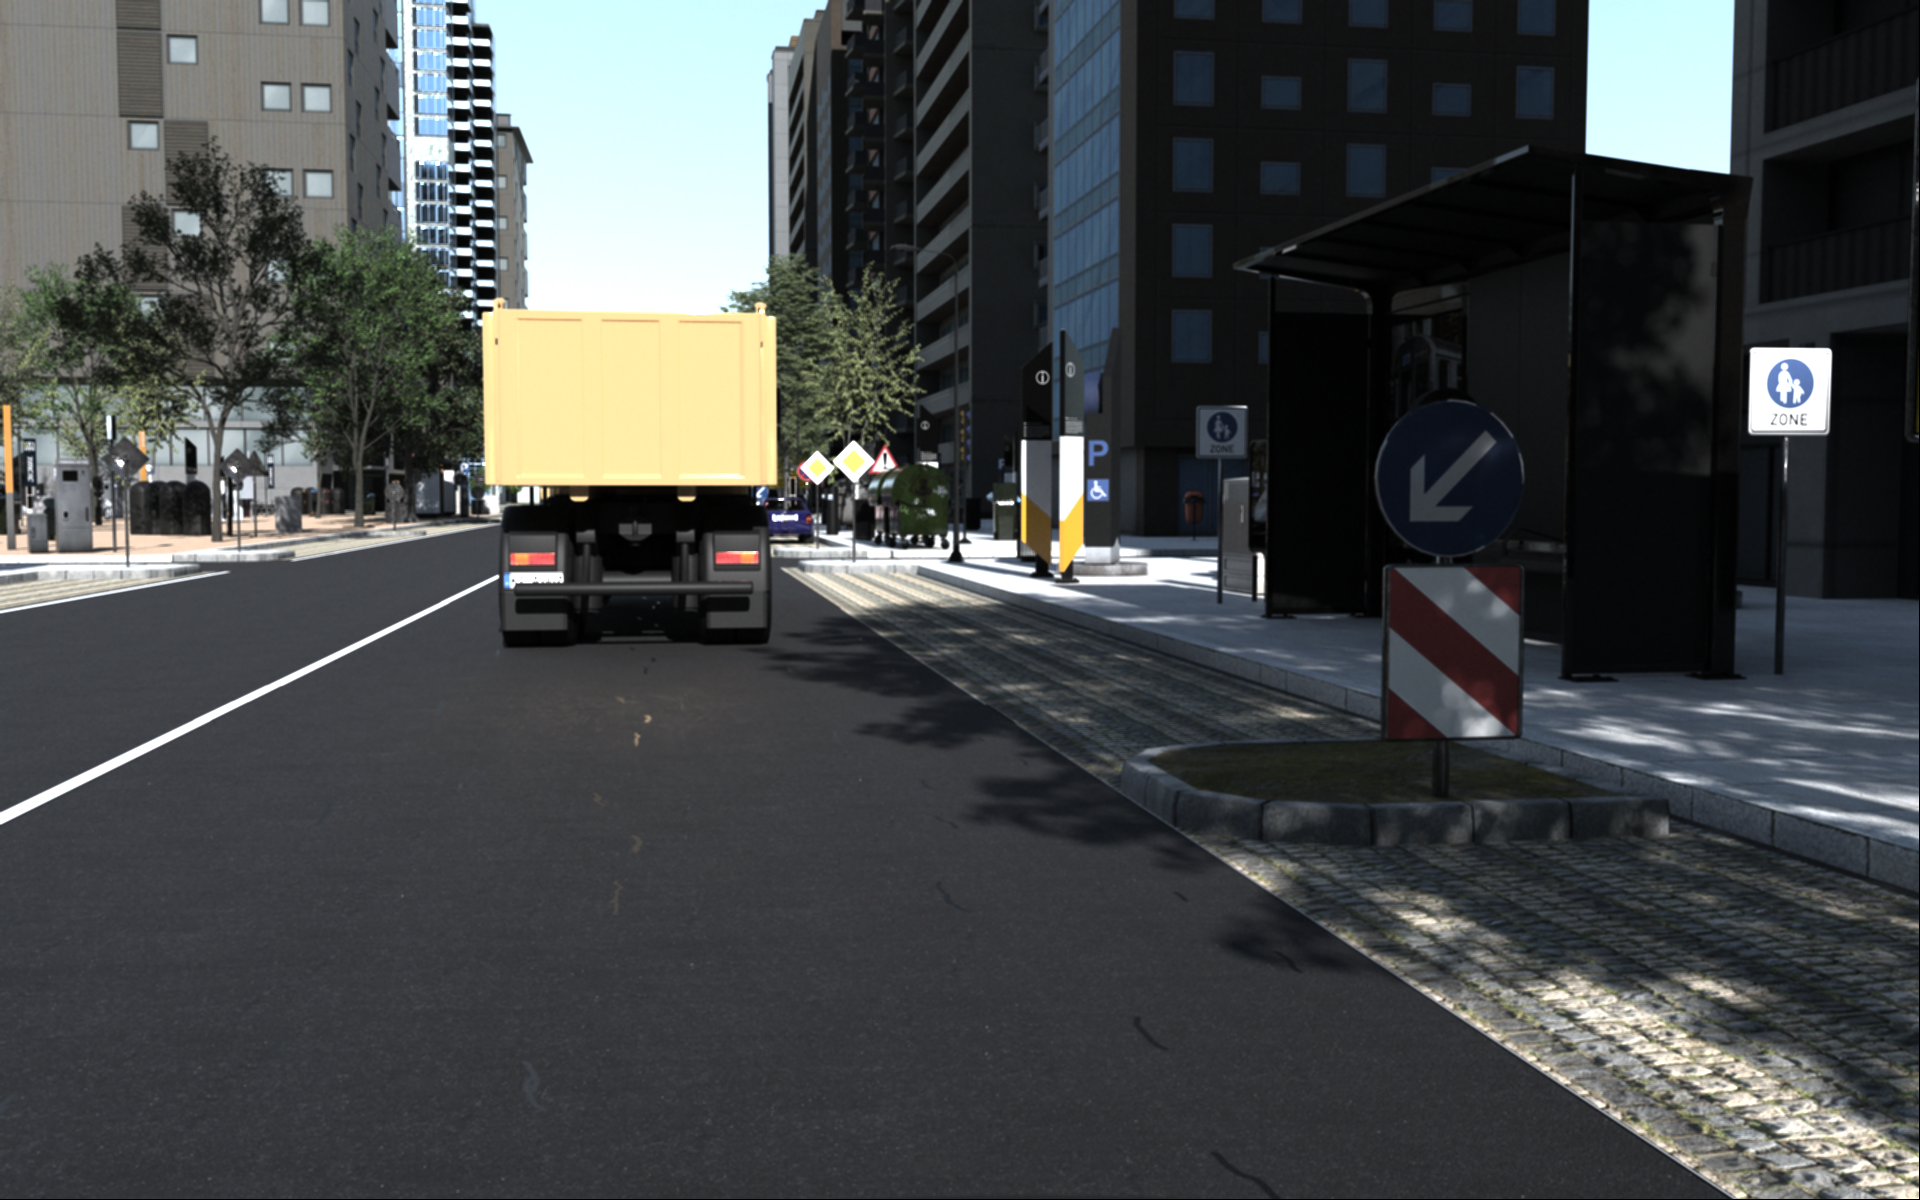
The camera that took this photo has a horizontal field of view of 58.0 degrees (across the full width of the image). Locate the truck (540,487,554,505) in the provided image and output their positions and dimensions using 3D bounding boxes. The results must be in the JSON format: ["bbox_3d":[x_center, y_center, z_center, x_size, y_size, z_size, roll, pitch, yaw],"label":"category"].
[{"bbox_3d":[-21.214,-5.992,93.894,3.469,3.379,9.791,-1,4,-10],"label":"truck"}]

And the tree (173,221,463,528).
[{"bbox_3d":[-22.939,-8.575,65.962,9.928,11.665,9.643,0,3,0],"label":"tree"}]

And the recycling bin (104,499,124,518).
[{"bbox_3d":[-45.159,-4.885,92.418,0.722,1.027,0.722,0,4,3],"label":"recycling bin"}]

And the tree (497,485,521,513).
[{"bbox_3d":[-31.273,-10.236,117.728,4.737,8.622,4.395,0,3,0],"label":"tree"}]

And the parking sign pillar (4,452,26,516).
[{"bbox_3d":[-56.350,-7.040,103.574,1.447,3.967,1.447,-1,4,-21],"label":"parking sign pillar"}]

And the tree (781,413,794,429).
[{"bbox_3d":[-16.671,-13.563,132.122,12.009,13.543,11.850,0,3,0],"label":"tree"}]

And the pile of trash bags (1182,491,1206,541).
[{"bbox_3d":[7.864,-2.323,47.726,3.447,1.369,1.912,0,4,5],"label":"pile of trash bags"}]

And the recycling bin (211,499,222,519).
[{"bbox_3d":[-39.252,-4.806,91.127,0.722,1.027,0.722,0,4,6],"label":"recycling bin"}]

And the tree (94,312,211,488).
[{"bbox_3d":[-30.972,-7.087,66.240,4.737,8.622,4.395,0,3,0],"label":"tree"}]

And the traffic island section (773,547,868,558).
[{"bbox_3d":[-3.287,-1.101,40.282,2.009,0.180,2.903,-1,4,-10],"label":"traffic island section"}]

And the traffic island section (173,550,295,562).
[{"bbox_3d":[-15.902,-0.972,38.169,2.009,0.180,2.903,-1,4,-10],"label":"traffic island section"}]

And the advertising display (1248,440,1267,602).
[{"bbox_3d":[3.734,-0.924,20.319,0.123,1.923,0.974,-2,4,-28],"label":"advertising display"}]

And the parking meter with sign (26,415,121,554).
[{"bbox_3d":[-19.386,-2.540,37.791,1.738,3.016,0.543,-3,4,-37],"label":"parking meter with sign"}]

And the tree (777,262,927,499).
[{"bbox_3d":[-3.251,-6.444,55.714,4.737,8.622,4.395,0,3,0],"label":"tree"}]

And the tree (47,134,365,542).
[{"bbox_3d":[-19.923,-6.816,45.856,8.767,10.594,7.601,-1,4,-10],"label":"tree"}]

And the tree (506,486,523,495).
[{"bbox_3d":[-34.364,-8.524,133.974,1.663,3.219,1.824,0,3,0],"label":"tree"}]

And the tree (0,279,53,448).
[{"bbox_3d":[-32.415,-6.562,57.644,4.737,8.622,4.395,0,3,0],"label":"tree"}]

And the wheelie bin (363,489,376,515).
[{"bbox_3d":[-35.736,-5.916,104.634,0.980,1.594,0.693,1,4,9],"label":"wheelie bin"}]

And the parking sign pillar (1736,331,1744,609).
[{"bbox_3d":[8.196,-1.914,19.772,1.447,3.967,1.447,-2,4,-35],"label":"parking sign pillar"}]

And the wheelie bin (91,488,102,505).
[{"bbox_3d":[-47.634,-5.331,95.072,0.693,1.594,0.980,2,4,26],"label":"wheelie bin"}]

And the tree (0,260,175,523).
[{"bbox_3d":[-39.260,-9.321,78.153,9.928,11.665,9.643,0,3,0],"label":"tree"}]

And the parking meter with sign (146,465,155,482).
[{"bbox_3d":[-47.889,-6.496,102.467,0.543,3.016,1.738,-2,4,-26],"label":"parking meter with sign"}]

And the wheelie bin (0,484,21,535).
[{"bbox_3d":[-30.059,-2.852,54.546,0.693,1.594,0.980,0,4,-5],"label":"wheelie bin"}]

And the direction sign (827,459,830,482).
[{"bbox_3d":[-8.171,-7.357,112.287,0.876,3.537,0.379,0,4,-1],"label":"direction sign"}]

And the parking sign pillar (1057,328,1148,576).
[{"bbox_3d":[2.278,-2.390,27.557,1.447,3.967,1.447,1,4,12],"label":"parking sign pillar"}]

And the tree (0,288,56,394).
[{"bbox_3d":[-29.413,-6.172,51.277,4.360,8.622,3.978,0,3,0],"label":"tree"}]

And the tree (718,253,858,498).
[{"bbox_3d":[-8.381,-10.007,81.746,7.486,12.596,7.792,0,3,0],"label":"tree"}]

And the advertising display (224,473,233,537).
[{"bbox_3d":[-22.214,-2.900,52.626,0.123,1.923,0.974,-2,4,-30],"label":"advertising display"}]

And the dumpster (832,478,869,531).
[{"bbox_3d":[-3.816,-3.338,60.333,1.264,1.857,1.865,-1,4,-10],"label":"dumpster"}]

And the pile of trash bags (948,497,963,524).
[{"bbox_3d":[-0.725,-4.025,75.556,1.912,1.369,3.447,3,4,37],"label":"pile of trash bags"}]

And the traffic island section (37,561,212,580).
[{"bbox_3d":[-14.576,-0.490,30.295,2.009,0.180,2.903,-1,4,-10],"label":"traffic island section"}]

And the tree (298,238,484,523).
[{"bbox_3d":[-24.831,-9.852,78.086,9.611,12.733,9.660,0,3,0],"label":"tree"}]

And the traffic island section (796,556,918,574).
[{"bbox_3d":[-1.961,-0.619,32.407,2.009,0.180,2.903,-1,4,-10],"label":"traffic island section"}]

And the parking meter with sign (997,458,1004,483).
[{"bbox_3d":[2.258,-5.455,85.452,0.543,3.016,1.738,1,4,12],"label":"parking meter with sign"}]

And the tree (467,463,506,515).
[{"bbox_3d":[-29.657,-6.907,107.535,1.663,3.219,1.824,0,3,0],"label":"tree"}]

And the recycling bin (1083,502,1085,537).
[{"bbox_3d":[3.938,-2.438,52.418,0.722,1.027,0.722,-1,4,-10],"label":"recycling bin"}]

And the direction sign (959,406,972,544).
[{"bbox_3d":[0.121,-3.229,44.799,0.379,3.537,0.876,1,4,18],"label":"direction sign"}]

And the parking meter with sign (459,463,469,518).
[{"bbox_3d":[-27.342,-6.070,95.498,0.543,3.016,1.738,-1,4,-15],"label":"parking meter with sign"}]

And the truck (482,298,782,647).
[{"bbox_3d":[-3.615,-1.474,20.023,3.469,3.379,9.791,-1,4,-9],"label":"truck"}]

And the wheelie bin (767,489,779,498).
[{"bbox_3d":[-10.129,-5.163,92.324,0.980,1.594,0.693,-3,4,-37],"label":"wheelie bin"}]

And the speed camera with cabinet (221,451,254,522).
[{"bbox_3d":[-33.237,-5.220,79.685,2.038,3.252,0.660,3,4,38],"label":"speed camera with cabinet"}]
